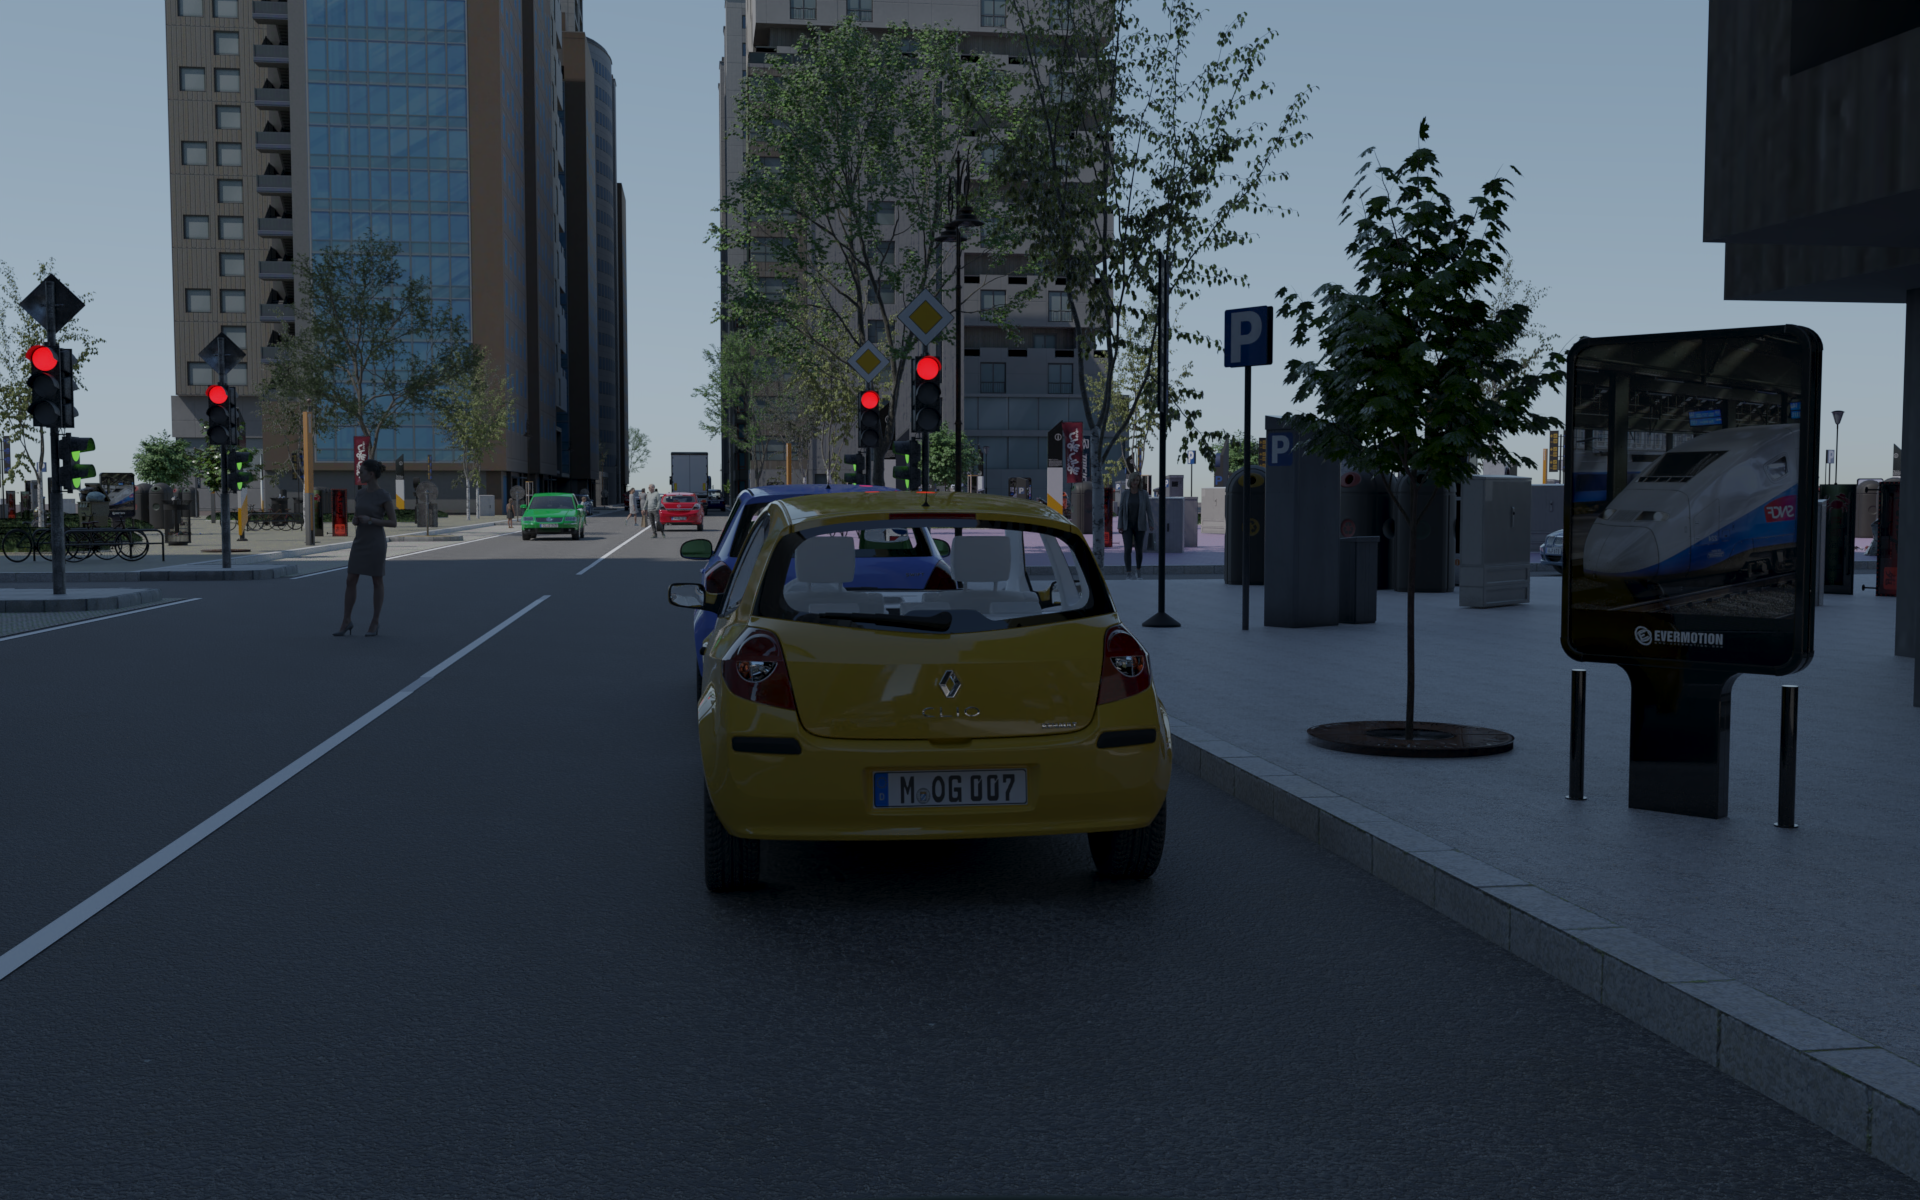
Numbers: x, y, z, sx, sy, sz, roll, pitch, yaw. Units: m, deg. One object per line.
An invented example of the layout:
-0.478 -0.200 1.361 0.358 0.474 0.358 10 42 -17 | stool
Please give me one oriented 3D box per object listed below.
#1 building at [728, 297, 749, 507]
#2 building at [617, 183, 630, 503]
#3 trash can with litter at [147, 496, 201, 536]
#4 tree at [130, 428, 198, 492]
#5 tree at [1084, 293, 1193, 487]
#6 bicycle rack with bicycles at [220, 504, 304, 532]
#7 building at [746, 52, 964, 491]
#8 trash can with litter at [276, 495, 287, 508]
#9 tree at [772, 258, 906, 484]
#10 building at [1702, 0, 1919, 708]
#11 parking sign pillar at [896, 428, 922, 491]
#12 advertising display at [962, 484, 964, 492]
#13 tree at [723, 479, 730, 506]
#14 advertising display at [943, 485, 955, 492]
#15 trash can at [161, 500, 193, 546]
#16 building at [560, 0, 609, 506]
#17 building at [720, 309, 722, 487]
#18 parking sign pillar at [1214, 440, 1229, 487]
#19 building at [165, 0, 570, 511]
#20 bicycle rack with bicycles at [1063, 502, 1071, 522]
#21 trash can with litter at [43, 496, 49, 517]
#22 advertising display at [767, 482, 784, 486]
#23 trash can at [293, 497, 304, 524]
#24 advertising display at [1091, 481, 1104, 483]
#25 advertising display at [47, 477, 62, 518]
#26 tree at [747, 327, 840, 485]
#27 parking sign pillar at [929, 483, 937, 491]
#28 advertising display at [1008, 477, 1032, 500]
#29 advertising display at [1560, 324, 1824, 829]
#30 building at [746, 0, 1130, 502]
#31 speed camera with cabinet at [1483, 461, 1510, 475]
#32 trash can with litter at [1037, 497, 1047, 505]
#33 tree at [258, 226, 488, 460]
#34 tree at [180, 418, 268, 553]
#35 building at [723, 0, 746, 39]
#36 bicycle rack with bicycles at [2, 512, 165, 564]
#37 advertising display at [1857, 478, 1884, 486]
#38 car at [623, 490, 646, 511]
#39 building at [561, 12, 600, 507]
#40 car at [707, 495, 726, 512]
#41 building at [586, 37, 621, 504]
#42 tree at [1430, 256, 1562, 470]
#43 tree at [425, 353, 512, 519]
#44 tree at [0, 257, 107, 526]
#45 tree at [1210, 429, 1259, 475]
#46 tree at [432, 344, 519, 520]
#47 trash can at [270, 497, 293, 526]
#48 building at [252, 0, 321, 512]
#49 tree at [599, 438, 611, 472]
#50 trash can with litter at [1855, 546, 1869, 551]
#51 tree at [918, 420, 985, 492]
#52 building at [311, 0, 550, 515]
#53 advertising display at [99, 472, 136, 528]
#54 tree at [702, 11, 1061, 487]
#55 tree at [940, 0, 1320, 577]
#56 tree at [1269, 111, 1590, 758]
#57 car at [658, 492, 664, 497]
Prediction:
-8.334 -19.790 168.610 27.650 21.520 28.899 -1 4 -9 | building
-53.624 -36.165 241.401 14.600 45.320 14.200 -1 4 -9 | building
-24.658 -2.637 54.164 1.678 1.210 2.233 -1 4 -17 | trash can with litter
-39.691 -6.289 86.534 4.285 4.588 4.351 0 3 0 | tree
6.357 -6.828 62.008 4.737 8.622 4.395 0 3 0 | tree
-24.257 -2.878 60.442 2.925 0.926 2.852 -2 4 -29 | bicycle rack with bicycles
-7.497 -21.178 117.969 14.160 30.474 14.107 -1 4 -9 | building
-35.179 -4.884 90.917 2.233 1.210 1.678 -1 4 -22 | trash can with litter
-3.910 -6.374 54.585 4.737 8.622 4.395 0 3 0 | tree
11.459 -14.417 7.426 14.160 30.474 14.107 -1 4 -9 | building
-2.645 -5.017 70.495 1.447 3.967 1.447 3 5 41 | parking sign pillar
-0.229 -5.542 95.827 0.974 1.923 0.123 -2 4 -27 | advertising display
-25.134 -11.879 188.816 1.663 3.219 1.824 0 3 0 | tree
-0.554 -5.459 94.464 0.123 1.923 0.974 -3 5 -41 | advertising display
-19.488 -1.925 43.134 0.748 1.137 0.748 0 3 0 | trash can
-50.528 -46.254 194.507 20.563 71.187 20.611 -1 4 -9 | building
-28.569 -29.738 257.910 14.160 30.474 14.107 -1 4 -9 | building
12.279 -5.676 81.279 1.447 3.967 1.447 1 4 21 | parking sign pillar
-47.103 -33.843 142.576 28.713 52.752 27.495 -1 4 -9 | building
4.788 -3.934 77.704 2.925 0.926 2.852 0 4 -7 | bicycle rack with bicycles
-44.090 -4.438 83.611 1.678 1.210 2.233 -1 4 -15 | trash can with litter
-9.932 -5.385 93.263 0.974 1.923 0.123 -2 4 -23 | advertising display
-28.316 -3.841 74.448 0.748 1.137 0.748 0 3 0 | trash can
6.517 -4.629 80.895 0.974 1.923 0.123 3 5 41 | advertising display
-34.427 -3.713 65.914 0.123 1.923 0.974 0 4 -4 | advertising display
-6.934 -7.663 75.656 4.360 8.622 3.978 0 3 0 | tree
-1.846 -6.016 86.827 1.447 3.967 1.447 1 4 13 | parking sign pillar
2.326 -3.785 67.106 0.974 1.923 0.123 -2 4 -27 | advertising display
2.893 -0.105 6.925 0.123 1.923 0.974 -3 5 -44 | advertising display
-3.207 -33.621 138.936 28.713 52.752 27.495 -1 4 -9 | building
13.930 -3.122 45.377 0.660 3.252 2.038 2 4 28 | speed camera with cabinet
3.469 -3.476 68.228 1.055 1.170 0.624 -1 4 -9 | trash can with litter
-20.124 -7.665 59.742 8.767 10.594 7.601 0 4 5 | tree
-16.197 -2.666 38.189 1.663 3.219 1.824 0 3 0 | tree
-17.588 -40.760 208.416 21.231 58.520 28.212 -1 4 -9 | building
-16.661 -1.203 33.053 2.925 0.926 2.852 -3 5 -43 | bicycle rack with bicycles
36.819 -3.970 70.119 0.974 1.923 0.123 1 4 13 | advertising display
-28.072 -8.661 150.282 2.281 1.827 5.304 -1 4 -10 | car
-42.045 -31.489 164.947 14.600 45.320 14.200 -1 4 -9 | building
-20.130 -7.916 142.013 1.945 1.354 3.894 -1 4 -10 | car
-54.548 -41.415 219.141 21.231 58.520 28.212 -1 4 -9 | building
15.986 -6.268 52.848 4.360 8.622 3.978 0 3 0 | tree
-25.353 -8.547 90.106 4.360 8.622 3.978 0 3 0 | tree
-28.512 -6.278 53.007 4.737 8.622 4.395 0 3 0 | tree
14.079 -6.317 87.004 4.285 4.588 4.351 0 3 0 | tree
-23.770 -8.198 84.394 4.737 8.622 4.395 0 3 0 | tree
-27.070 -3.503 68.923 0.748 1.137 0.748 0 3 0 | trash can
-35.241 -28.080 109.215 14.600 45.320 14.200 -1 4 -9 | building
-38.200 -13.886 177.398 4.360 8.622 3.978 0 3 0 | tree
20.703 -1.796 40.418 1.678 1.210 2.233 3 4 37 | trash can with litter
-0.589 -5.593 75.157 4.285 4.588 4.351 0 3 0 | tree
-36.618 -28.944 123.342 14.600 45.320 14.200 -1 4 -9 | building
-25.062 -2.833 51.532 0.123 1.923 0.974 3 5 45 | advertising display
-1.613 -6.779 36.598 9.928 11.665 9.643 0 3 0 | tree
1.668 -4.242 19.722 4.360 8.622 3.978 0 3 0 | tree
2.447 -0.871 8.843 1.663 3.219 1.824 0 3 0 | tree
-28.014 -9.250 160.834 1.945 1.707 3.694 -1 4 -9 | car
